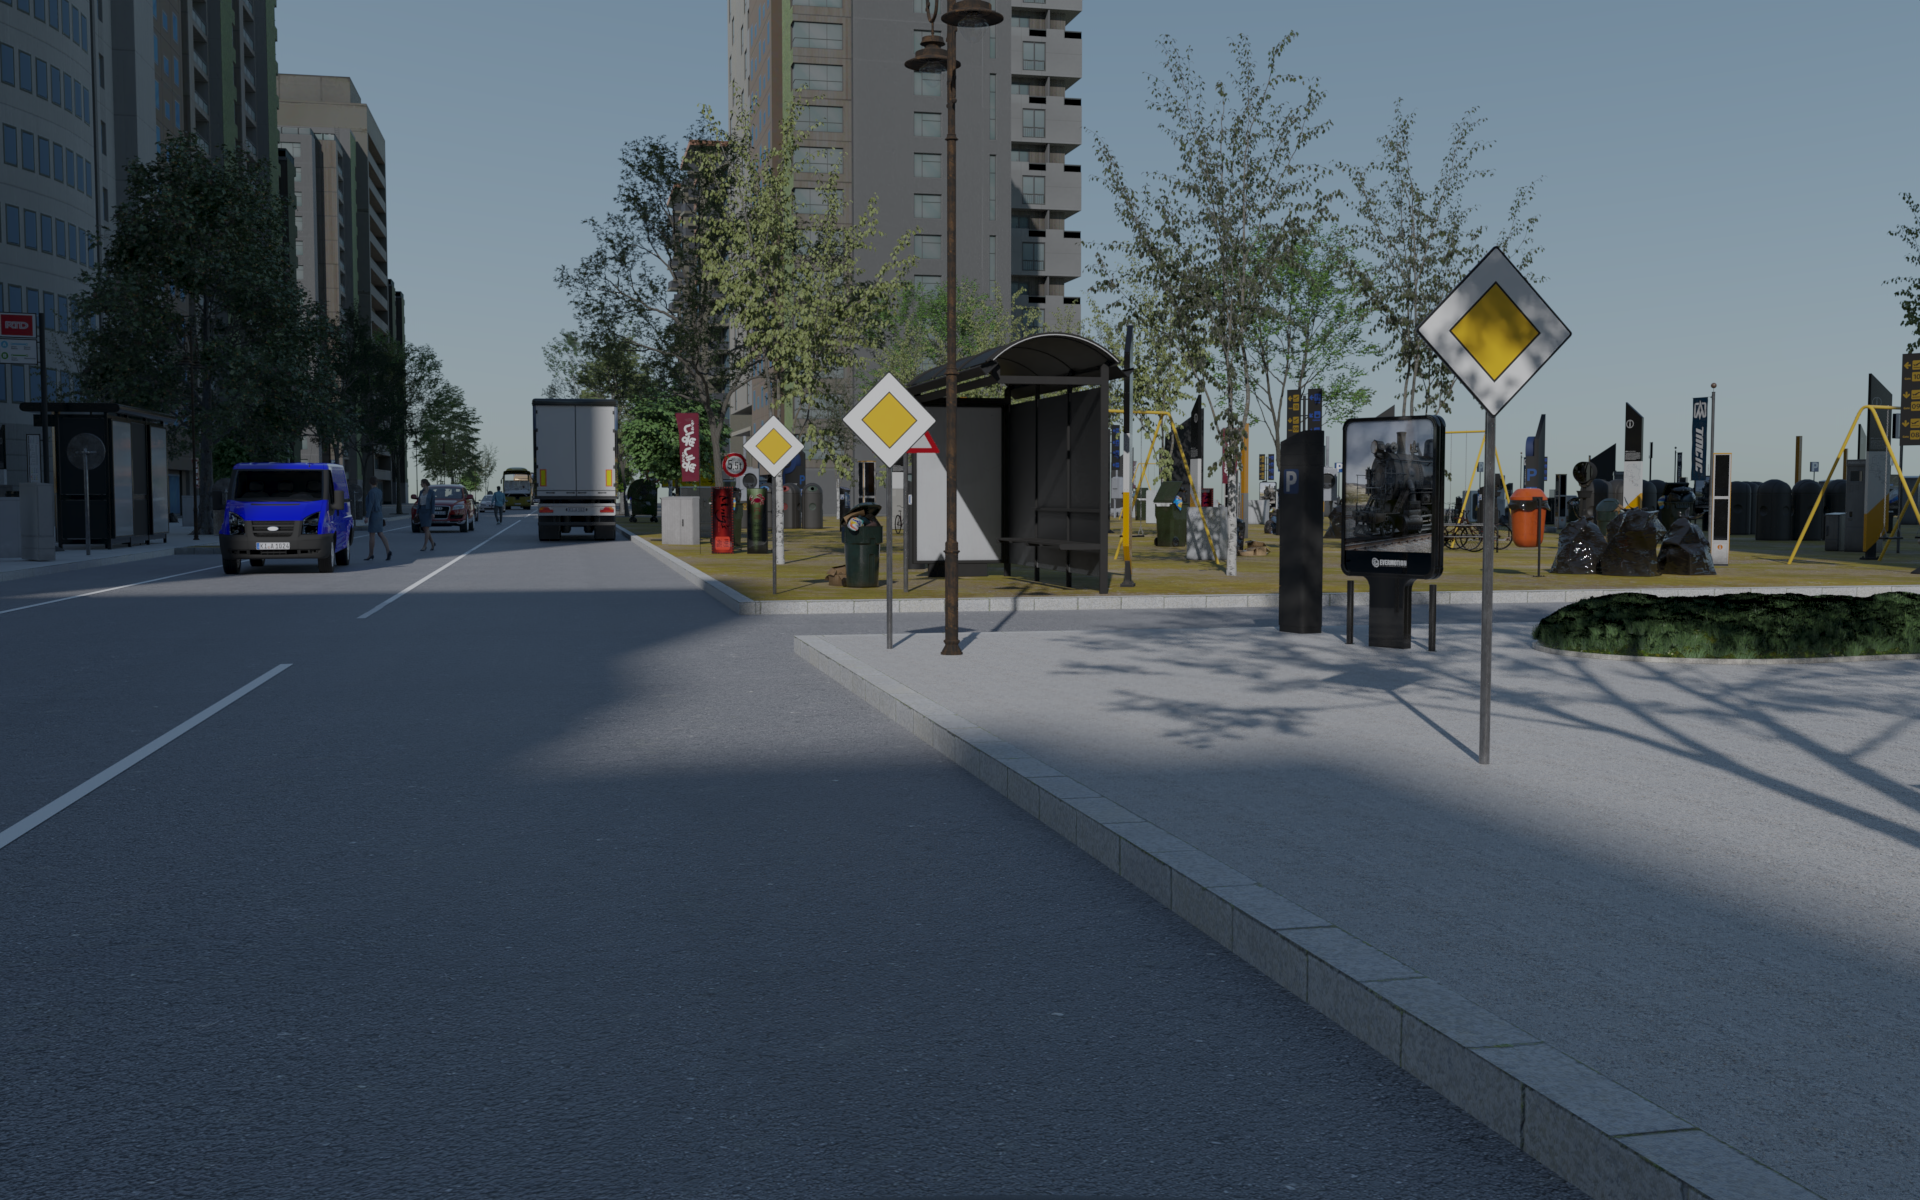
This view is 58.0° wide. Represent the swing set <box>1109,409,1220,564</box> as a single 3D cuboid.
[{"bbox_3d":[2.878,-2.111,32.138,3.119,2.851,2.862,-3,4,-37],"label":"swing set"}]

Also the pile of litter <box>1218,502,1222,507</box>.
[{"bbox_3d":[14.273,-5.070,96.860,1.719,0.858,1.176,3,5,41],"label":"pile of litter"}]

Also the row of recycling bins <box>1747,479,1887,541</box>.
[{"bbox_3d":[23.840,-2.492,47.853,3.534,1.692,1.069,0,4,-2],"label":"row of recycling bins"}]

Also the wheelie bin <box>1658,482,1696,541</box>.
[{"bbox_3d":[19.296,-2.363,46.543,0.980,1.594,0.693,0,4,-4],"label":"wheelie bin"}]

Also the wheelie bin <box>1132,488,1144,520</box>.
[{"bbox_3d":[8.811,-4.674,84.332,0.980,1.594,0.693,0,4,-6],"label":"wheelie bin"}]

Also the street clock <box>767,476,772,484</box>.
[{"bbox_3d":[-7.531,-3.996,69.899,0.471,2.002,0.358,2,4,25],"label":"street clock"}]

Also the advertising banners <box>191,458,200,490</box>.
[{"bbox_3d":[-36.464,-5.365,83.901,0.090,3.025,2.074,1,4,18],"label":"advertising banners"}]

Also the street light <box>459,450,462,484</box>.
[{"bbox_3d":[-50.546,-12.374,175.096,0.468,5.910,1.993,-1,4,-13],"label":"street light"}]

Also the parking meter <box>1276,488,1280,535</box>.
[{"bbox_3d":[10.001,-2.772,53.734,0.372,1.533,0.369,0,3,0],"label":"parking meter"}]

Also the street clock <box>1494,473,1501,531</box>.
[{"bbox_3d":[18.740,-3.424,60.552,0.358,2.002,0.471,1,4,21],"label":"street clock"}]

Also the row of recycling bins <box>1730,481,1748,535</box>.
[{"bbox_3d":[25.307,-2.968,55.634,1.069,1.692,3.534,3,4,37],"label":"row of recycling bins"}]

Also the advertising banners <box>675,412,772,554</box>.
[{"bbox_3d":[-5.059,-2.500,37.062,2.074,3.025,0.090,0,4,4],"label":"advertising banners"}]

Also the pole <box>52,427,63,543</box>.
[{"bbox_3d":[-23.722,-3.162,45.537,0.158,3.312,0.155,0,3,0],"label":"pole"}]

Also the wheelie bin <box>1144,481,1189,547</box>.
[{"bbox_3d":[5.152,-2.103,42.298,0.693,1.594,0.980,-3,5,-41],"label":"wheelie bin"}]

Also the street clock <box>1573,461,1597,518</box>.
[{"bbox_3d":[13.873,-2.075,38.496,0.471,2.002,0.358,3,5,44],"label":"street clock"}]

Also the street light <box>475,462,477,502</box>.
[{"bbox_3d":[-56.990,-14.118,203.615,0.468,5.910,1.993,-1,4,-13],"label":"street light"}]

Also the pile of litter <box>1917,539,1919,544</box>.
[{"bbox_3d":[24.925,-1.829,43.876,1.176,0.858,1.719,2,4,24],"label":"pile of litter"}]

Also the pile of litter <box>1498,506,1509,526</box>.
[{"bbox_3d":[22.157,-3.371,69.080,1.719,0.858,1.176,-1,4,-16],"label":"pile of litter"}]

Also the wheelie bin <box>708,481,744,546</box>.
[{"bbox_3d":[-5.782,-2.137,42.852,0.980,1.594,0.693,3,5,39],"label":"wheelie bin"}]

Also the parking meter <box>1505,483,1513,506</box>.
[{"bbox_3d":[28.525,-5.154,89.978,0.255,1.863,0.399,3,5,43],"label":"parking meter"}]

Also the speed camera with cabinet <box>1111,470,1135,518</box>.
[{"bbox_3d":[9.029,-6.042,93.124,0.660,3.252,2.038,-3,4,-37],"label":"speed camera with cabinet"}]

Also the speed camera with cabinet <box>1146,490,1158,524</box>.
[{"bbox_3d":[8.885,-4.950,75.264,0.660,3.252,2.038,3,5,40],"label":"speed camera with cabinet"}]

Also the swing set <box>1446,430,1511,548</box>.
[{"bbox_3d":[12.098,-2.797,43.348,2.862,2.851,3.119,-3,4,-38],"label":"swing set"}]

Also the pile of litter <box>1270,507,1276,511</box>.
[{"bbox_3d":[10.491,-2.586,56.248,1.176,0.858,1.719,3,5,42],"label":"pile of litter"}]

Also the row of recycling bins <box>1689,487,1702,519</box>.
[{"bbox_3d":[38.394,-5.028,89.317,3.534,1.692,1.069,-2,4,-25],"label":"row of recycling bins"}]

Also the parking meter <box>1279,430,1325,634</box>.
[{"bbox_3d":[3.157,-0.632,16.043,0.255,1.863,0.399,-2,4,-26],"label":"parking meter"}]

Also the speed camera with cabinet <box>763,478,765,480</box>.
[{"bbox_3d":[-10.354,-6.035,93.011,2.038,3.252,0.660,-3,5,-43],"label":"speed camera with cabinet"}]

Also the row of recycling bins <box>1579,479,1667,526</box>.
[{"bbox_3d":[18.538,-2.505,48.075,3.534,1.692,1.069,-2,4,-34],"label":"row of recycling bins"}]

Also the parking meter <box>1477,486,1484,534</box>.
[{"bbox_3d":[18.140,-3.161,60.092,0.372,1.533,0.369,0,3,0],"label":"parking meter"}]

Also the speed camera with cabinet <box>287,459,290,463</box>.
[{"bbox_3d":[-26.483,-4.486,67.678,0.660,3.252,2.038,-2,4,-26],"label":"speed camera with cabinet"}]

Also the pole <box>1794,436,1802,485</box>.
[{"bbox_3d":[29.369,-4.090,60.711,0.158,3.312,0.155,0,3,0],"label":"pole"}]

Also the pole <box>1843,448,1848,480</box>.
[{"bbox_3d":[39.537,-5.110,77.391,0.158,3.312,0.155,0,3,0],"label":"pole"}]

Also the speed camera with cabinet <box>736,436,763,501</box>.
[{"bbox_3d":[-7.860,-3.933,58.643,2.038,3.252,0.660,-2,4,-28],"label":"speed camera with cabinet"}]

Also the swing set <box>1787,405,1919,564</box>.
[{"bbox_3d":[17.031,-2.051,31.151,3.119,2.851,2.862,-2,4,-31],"label":"swing set"}]

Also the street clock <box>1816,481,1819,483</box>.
[{"bbox_3d":[48.650,-5.753,98.632,0.471,2.002,0.358,0,4,0],"label":"street clock"}]

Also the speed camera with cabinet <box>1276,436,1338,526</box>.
[{"bbox_3d":[11.849,-3.966,59.182,2.038,3.252,0.660,1,4,11],"label":"speed camera with cabinet"}]

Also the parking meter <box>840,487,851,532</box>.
[{"bbox_3d":[-3.901,-3.082,58.794,0.372,1.533,0.369,0,3,0],"label":"parking meter"}]

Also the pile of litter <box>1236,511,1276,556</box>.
[{"bbox_3d":[6.049,-1.379,36.512,1.176,0.858,1.719,3,5,44],"label":"pile of litter"}]

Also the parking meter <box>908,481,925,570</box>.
[{"bbox_3d":[-0.783,-1.295,29.579,0.372,1.533,0.369,0,3,0],"label":"parking meter"}]

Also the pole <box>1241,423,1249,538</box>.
[{"bbox_3d":[8.223,-3.436,50.025,0.158,3.312,0.155,0,3,0],"label":"pole"}]

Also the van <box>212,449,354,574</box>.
[{"bbox_3d":[-12.762,-1.748,32.962,2.240,2.365,5.245,-1,4,-15],"label":"van"}]

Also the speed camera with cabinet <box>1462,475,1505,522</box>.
[{"bbox_3d":[24.010,-5.202,79.384,2.038,3.252,0.660,-2,4,-25],"label":"speed camera with cabinet"}]

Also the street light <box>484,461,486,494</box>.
[{"bbox_3d":[-63.731,-15.895,232.667,0.468,5.910,1.993,-1,4,-13],"label":"street light"}]

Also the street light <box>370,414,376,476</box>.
[{"bbox_3d":[-31.863,-7.418,94.070,0.468,5.910,1.993,-1,4,-13],"label":"street light"}]

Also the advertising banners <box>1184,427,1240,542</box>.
[{"bbox_3d":[6.473,-3.042,45.920,2.074,3.025,0.090,2,4,34],"label":"advertising banners"}]

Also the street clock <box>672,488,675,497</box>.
[{"bbox_3d":[-14.876,-5.190,89.430,0.471,2.002,0.358,-3,5,-39],"label":"street clock"}]

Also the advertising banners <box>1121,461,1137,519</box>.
[{"bbox_3d":[8.863,-5.769,90.511,0.090,3.025,2.074,2,4,27],"label":"advertising banners"}]

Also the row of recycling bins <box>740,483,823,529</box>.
[{"bbox_3d":[-6.746,-3.483,64.064,3.534,1.692,1.069,1,4,14],"label":"row of recycling bins"}]
